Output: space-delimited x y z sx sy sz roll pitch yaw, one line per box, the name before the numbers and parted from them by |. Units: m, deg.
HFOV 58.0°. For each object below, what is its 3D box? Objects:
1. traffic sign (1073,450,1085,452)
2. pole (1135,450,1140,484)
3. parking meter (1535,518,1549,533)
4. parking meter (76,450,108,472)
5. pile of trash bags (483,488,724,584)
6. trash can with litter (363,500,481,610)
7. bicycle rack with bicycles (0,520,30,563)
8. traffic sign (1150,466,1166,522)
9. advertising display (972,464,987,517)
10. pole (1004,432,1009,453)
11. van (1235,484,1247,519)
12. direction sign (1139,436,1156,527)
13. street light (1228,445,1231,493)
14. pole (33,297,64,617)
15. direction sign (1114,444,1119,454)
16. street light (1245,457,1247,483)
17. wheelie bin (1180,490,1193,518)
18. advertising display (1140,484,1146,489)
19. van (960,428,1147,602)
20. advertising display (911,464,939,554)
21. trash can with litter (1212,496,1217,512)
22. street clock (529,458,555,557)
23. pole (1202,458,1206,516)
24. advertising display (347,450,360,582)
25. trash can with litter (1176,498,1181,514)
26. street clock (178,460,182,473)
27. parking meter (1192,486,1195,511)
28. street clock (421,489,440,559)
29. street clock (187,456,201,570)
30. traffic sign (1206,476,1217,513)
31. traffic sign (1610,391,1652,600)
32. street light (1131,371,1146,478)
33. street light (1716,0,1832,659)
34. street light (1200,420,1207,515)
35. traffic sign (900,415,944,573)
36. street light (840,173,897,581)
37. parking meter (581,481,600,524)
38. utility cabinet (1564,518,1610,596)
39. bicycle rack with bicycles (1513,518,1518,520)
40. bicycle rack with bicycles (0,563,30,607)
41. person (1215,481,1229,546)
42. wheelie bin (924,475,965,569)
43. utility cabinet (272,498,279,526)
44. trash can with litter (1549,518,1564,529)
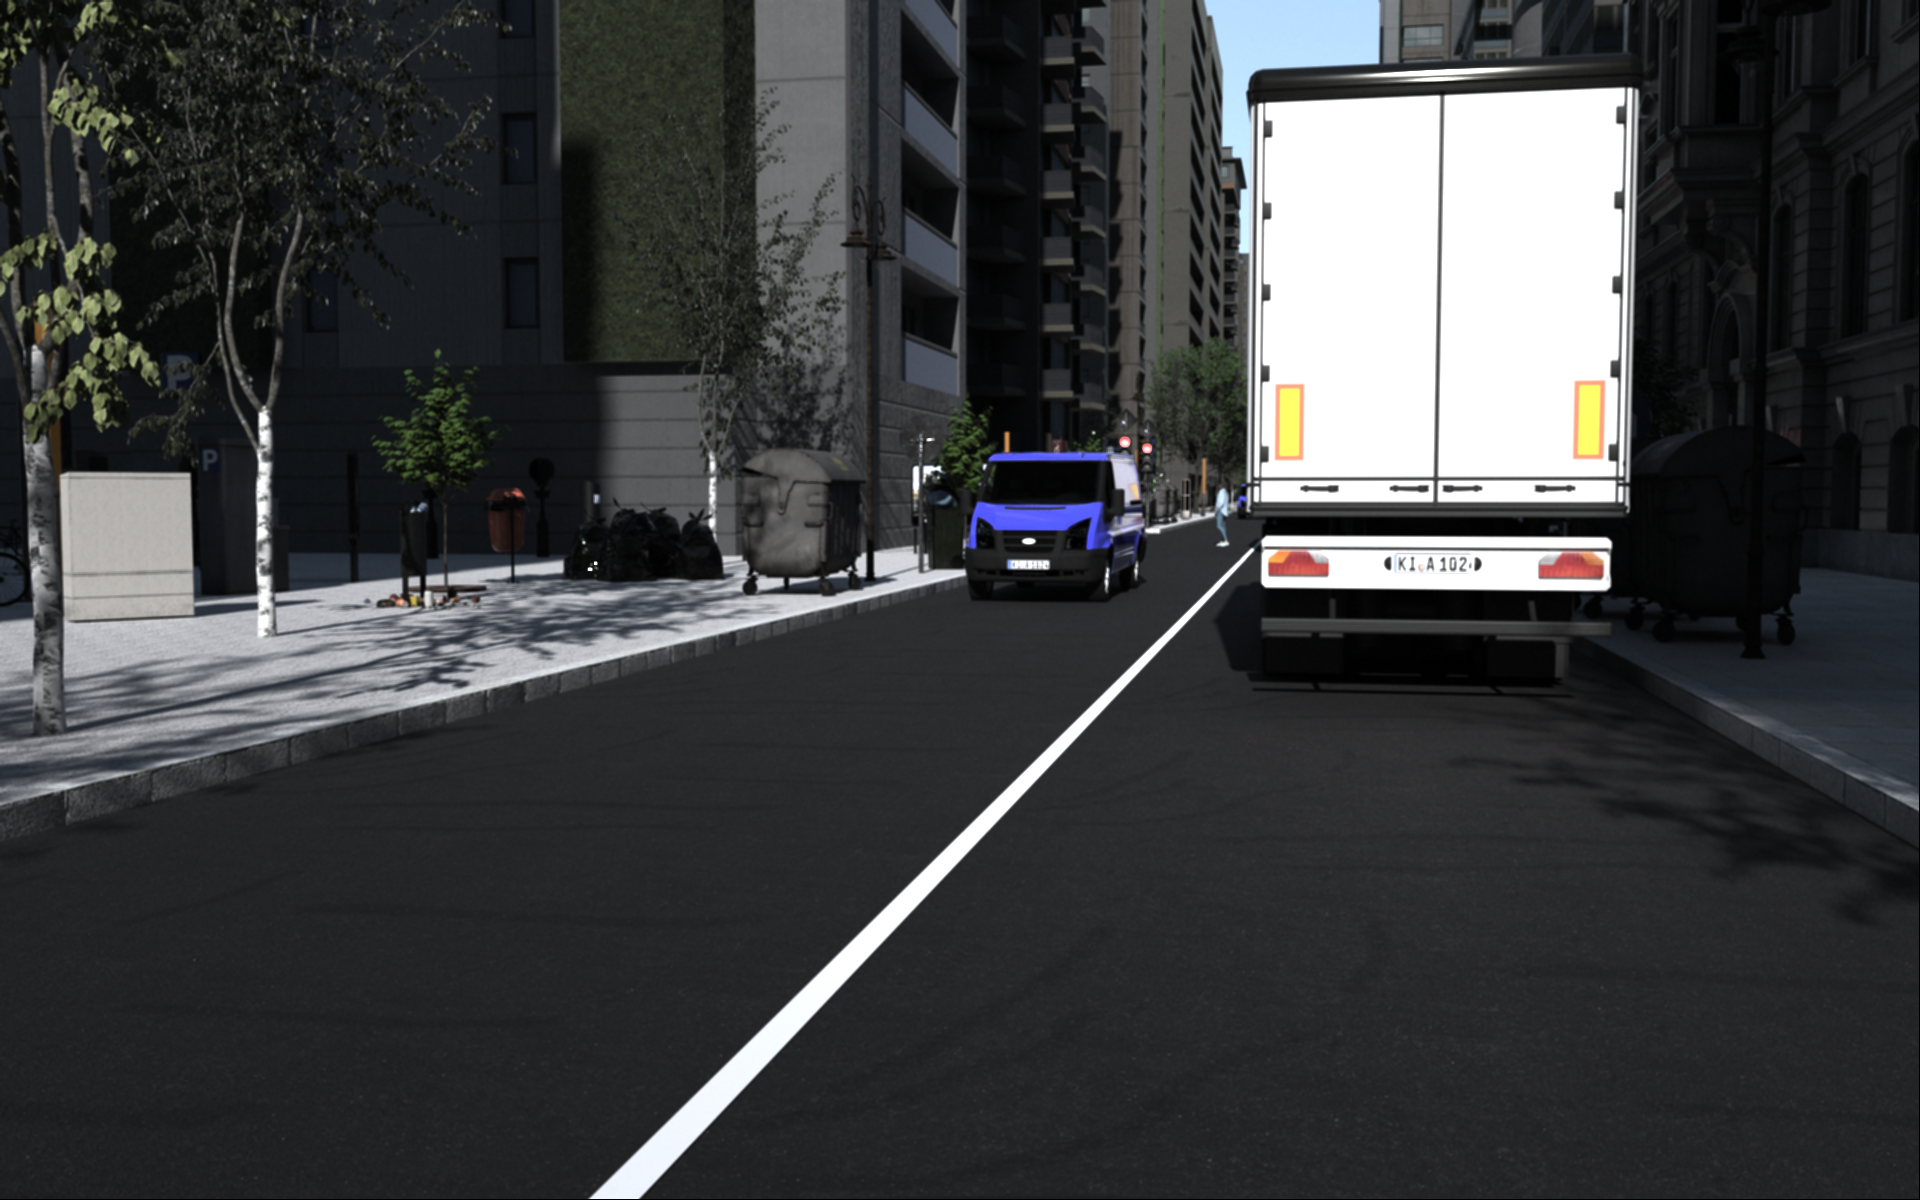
traffic sign | 3.437 -3.055 50.055 0.768 2.556 0.104 1 4 14
pole | 8.222 -5.286 80.275 0.158 3.312 0.155 0 3 0
parking meter | 10.837 -1.468 32.414 0.372 1.533 0.369 0 3 0
parking meter | -11.422 -1.048 22.842 0.399 1.863 0.255 3 4 36
pile of trash bags | -5.358 -0.982 25.815 3.447 1.369 1.912 -2 4 -32
trash can with litter | -6.143 -0.565 20.302 1.678 1.210 2.233 0 4 5
bicycle rack with bicycles | -18.747 -1.324 35.029 2.852 0.926 2.925 1 4 13
traffic sign | 9.025 -4.836 79.182 0.768 2.556 0.104 1 4 20
advertising display | 0.728 -1.816 34.911 0.974 1.923 0.123 -1 4 -18
pole | 1.538 -3.857 56.898 0.158 3.312 0.155 0 3 0
van | 17.123 -5.855 100.107 2.240 2.365 5.245 1 4 13
direction sign | 7.269 -4.604 67.270 0.876 3.537 0.379 -3 4 -39
street light | 21.742 -10.240 140.219 0.468 5.910 1.993 1 4 11
pole | -9.460 -1.478 18.005 0.158 3.312 0.155 0 3 0
direction sign | 6.949 -5.315 78.905 0.379 3.537 0.876 3 5 42
street light | 30.038 -12.774 181.640 0.468 5.910 1.993 1 4 11
wheelie bin | 12.130 -5.191 92.781 0.693 1.594 0.980 0 4 2
advertising display | 11.553 -6.200 106.589 0.974 1.923 0.123 1 4 10
van | 1.441 -1.253 24.869 2.240 2.365 5.245 1 4 12
advertising display | -0.592 -1.946 37.029 0.974 1.923 0.123 2 4 29
trash can with litter | 18.040 -6.766 122.009 0.624 1.170 1.055 2 4 29
street clock | -8.476 -1.870 35.147 0.471 2.002 0.358 1 4 18
pole | 13.966 -6.446 99.240 0.158 3.312 0.155 0 3 0
advertising display | -8.946 -1.244 25.552 0.123 1.923 0.974 -1 4 -17
trash can with litter | 13.854 -6.018 109.781 1.055 1.170 0.624 -1 4 -16
street clock | -14.605 -1.741 33.034 0.471 2.002 0.358 -3 5 -40
parking meter | 17.699 -7.649 130.780 0.255 1.863 0.399 1 4 12
street clock | -10.486 -1.820 34.324 0.358 2.002 0.471 2 4 35
street clock | -12.693 -1.504 29.160 0.358 2.002 0.471 1 4 13
traffic sign | 17.339 -7.308 119.598 0.768 2.556 0.104 1 4 16
traffic sign | 7.960 -1.279 21.011 0.768 2.556 0.104 1 4 12
street light | 6.709 -5.650 65.170 0.468 5.910 1.993 1 4 11
street light | 6.205 -2.483 13.377 0.468 5.910 1.993 1 4 11
street light | 14.922 -8.179 106.512 0.468 5.910 1.993 1 4 11
traffic sign | -0.629 -1.706 28.002 0.768 2.556 0.104 1 4 19
street light | -1.324 -3.216 25.376 0.468 5.910 1.993 1 4 11
parking meter | -7.253 -1.566 34.022 0.372 1.533 0.369 0 3 0
utility cabinet | 8.173 -0.655 21.874 1.020 1.237 0.306 1 4 15
bicycle rack with bicycles | 29.938 -5.179 98.060 2.852 0.926 2.925 1 4 15
bicycle rack with bicycles | -11.687 -0.303 18.337 2.925 0.926 2.852 -1 4 -19
person | 7.261 -2.388 47.805 0.793 1.790 0.793 -1 4 -11
wheelie bin | -0.260 -1.330 29.661 0.693 1.594 0.980 -1 4 -10
utility cabinet | -10.438 -0.891 25.722 0.306 1.237 1.020 -3 5 -41
trash can with litter | 22.053 -3.157 63.012 0.624 1.170 1.055 3 5 43
